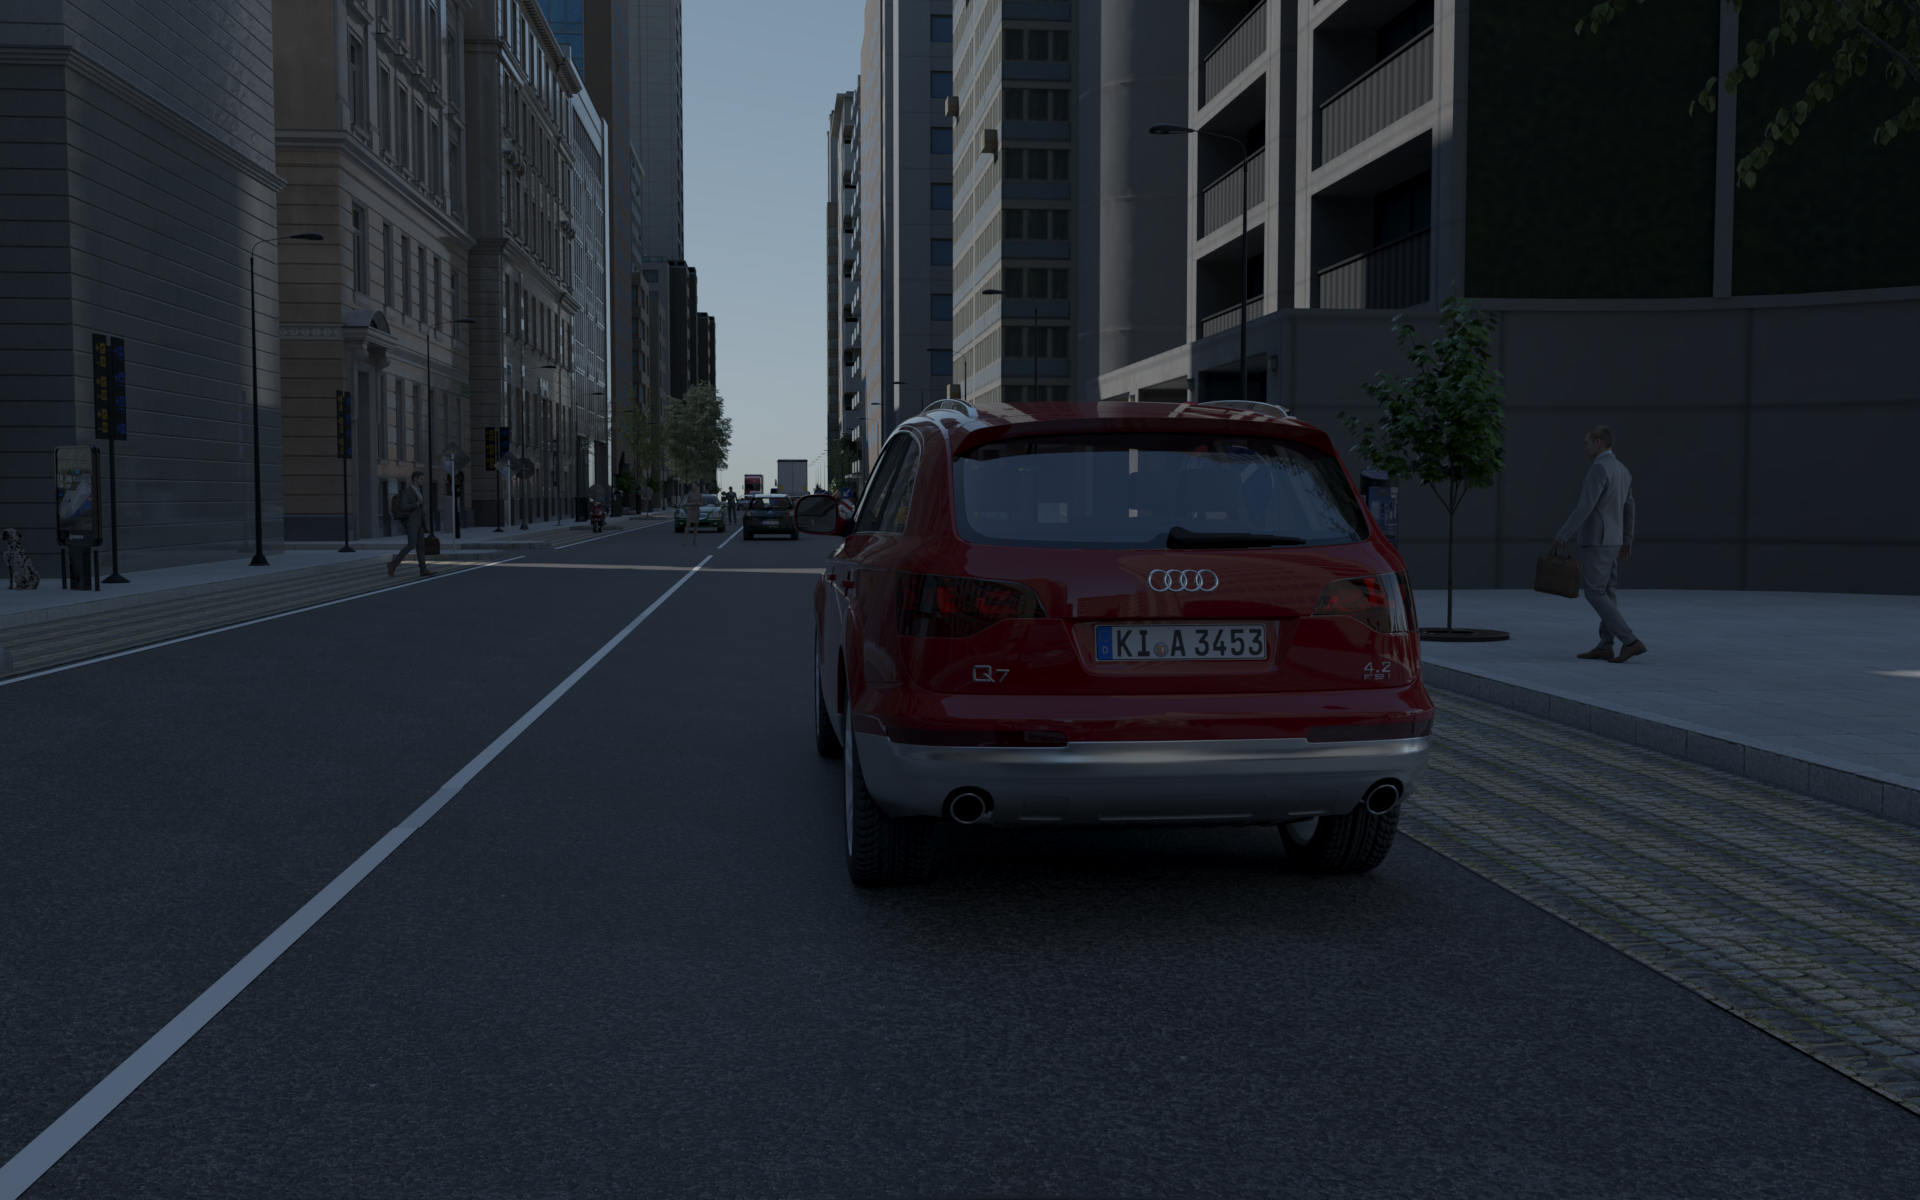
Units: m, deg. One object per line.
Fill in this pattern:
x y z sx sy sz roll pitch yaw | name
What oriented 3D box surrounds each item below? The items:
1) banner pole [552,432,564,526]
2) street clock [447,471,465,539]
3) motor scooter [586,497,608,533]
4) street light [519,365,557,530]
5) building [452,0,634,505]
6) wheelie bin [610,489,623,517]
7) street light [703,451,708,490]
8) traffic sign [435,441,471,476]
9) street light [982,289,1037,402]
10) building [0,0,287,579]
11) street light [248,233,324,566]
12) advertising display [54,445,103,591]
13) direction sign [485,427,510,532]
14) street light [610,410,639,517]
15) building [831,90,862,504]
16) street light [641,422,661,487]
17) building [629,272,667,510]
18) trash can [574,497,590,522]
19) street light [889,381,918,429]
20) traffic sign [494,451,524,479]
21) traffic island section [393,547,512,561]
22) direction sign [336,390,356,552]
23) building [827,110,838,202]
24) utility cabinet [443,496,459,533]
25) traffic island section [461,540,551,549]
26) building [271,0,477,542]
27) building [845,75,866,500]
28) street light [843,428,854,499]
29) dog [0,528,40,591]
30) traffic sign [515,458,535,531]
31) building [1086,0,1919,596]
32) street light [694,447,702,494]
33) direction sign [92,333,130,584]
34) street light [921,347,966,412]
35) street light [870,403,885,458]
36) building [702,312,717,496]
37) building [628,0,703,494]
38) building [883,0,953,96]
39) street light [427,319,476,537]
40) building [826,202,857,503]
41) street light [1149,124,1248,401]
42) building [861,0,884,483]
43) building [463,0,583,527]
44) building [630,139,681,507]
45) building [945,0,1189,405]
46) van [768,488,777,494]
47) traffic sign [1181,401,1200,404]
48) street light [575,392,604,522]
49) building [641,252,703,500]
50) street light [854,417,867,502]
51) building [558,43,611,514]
-16.314 -4.893 70.010 0.401 3.779 0.863 0 4 7 | banner pole
-14.525 -2.774 49.925 0.471 2.002 0.358 -2 4 -25 | street clock
-13.466 -3.157 64.391 0.815 1.314 1.986 0 4 -5 | motor scooter
-15.215 -5.500 62.473 1.470 5.913 1.316 0 4 -6 | street light
-31.617 -29.125 126.311 14.600 45.320 14.200 0 4 -6 | building
-19.269 -5.466 97.275 0.693 1.594 0.980 -1 4 -13 | wheelie bin
-28.296 -13.198 188.326 1.470 5.913 1.316 0 4 -6 | street light
-11.225 -2.210 38.329 0.795 2.593 0.064 0 4 -6 | traffic sign
1.192 -4.094 39.476 1.470 5.913 1.316 0 4 -6 | street light
-28.585 -15.407 29.405 29.804 29.767 11.434 0 4 -6 | building
-12.017 -3.570 30.908 1.470 5.913 1.316 0 4 -6 | street light
-11.730 -1.091 23.054 0.974 1.923 0.123 3 4 36 | advertising display
-15.576 -4.060 58.379 0.876 3.537 0.379 1 4 13 | direction sign
-18.690 -7.532 95.694 1.470 5.913 1.316 0 4 -6 | street light
-1.890 -38.861 224.609 28.713 52.752 27.495 0 4 -6 | building
-20.360 -8.544 112.228 1.470 5.913 1.316 0 4 -6 | street light
-40.077 -18.531 148.024 27.650 21.520 28.899 0 4 -6 | building
-17.564 -4.209 80.468 0.748 1.137 0.748 0 3 0 | trash can
-2.094 -6.059 71.598 1.470 5.913 1.316 0 4 -6 | street light
-12.051 -2.696 46.271 0.795 2.593 0.064 0 4 -6 | traffic sign
-11.247 -0.985 38.393 2.009 0.180 2.903 0 4 -6 | traffic island section
-13.524 -2.820 38.096 0.379 3.537 0.876 0 4 -2 | direction sign
-9.774 -44.330 266.799 21.231 58.520 28.212 0 4 -6 | building
-16.871 -2.834 57.492 0.306 1.237 1.020 0 4 -3 | utility cabinet
-12.074 -1.471 46.336 2.009 0.180 2.903 0 4 -6 | traffic island section
-23.742 -16.461 55.039 13.634 28.700 20.117 0 4 -6 | building
0.030 -34.436 182.638 23.786 49.044 30.456 0 4 -6 | building
-7.312 -9.157 122.262 1.470 5.913 1.316 0 4 -6 | street light
-12.633 -0.540 23.211 0.513 0.831 0.800 -1 4 -22 | dog
-15.251 -3.698 60.567 0.768 2.556 0.104 0 4 2 | traffic sign
13.941 -35.969 26.349 20.563 71.187 20.611 0 4 -6 | building
-26.576 -12.187 171.797 1.470 5.913 1.316 0 4 -6 | street light
-12.196 -2.013 24.908 0.379 3.537 0.876 0 4 0 | direction sign
-0.363 -5.048 55.070 1.470 5.913 1.316 0 4 -6 | street light
-3.829 -7.069 88.125 1.470 5.913 1.316 0 4 -6 | street light
-45.277 -30.470 269.880 14.160 30.474 14.107 0 4 -6 | building
-44.440 -48.215 226.562 20.563 71.187 20.611 0 4 -6 | building
5.647 -34.648 108.492 21.231 58.520 28.212 0 4 -6 | building
-13.513 -4.489 45.942 1.470 5.913 1.316 0 4 -6 | street light
-11.845 -34.329 244.874 14.154 41.232 14.086 0 4 -6 | building
3.062 -3.022 21.948 1.470 5.913 1.316 0 4 -6 | street light
-1.892 -31.195 160.146 14.600 45.320 14.200 0 4 -6 | building
-24.626 -17.182 78.189 12.463 27.353 25.104 0 4 -6 | building
-44.837 -29.457 173.499 32.217 40.220 23.993 0 4 -6 | building
12.217 -22.878 65.933 23.993 40.220 32.217 0 4 -6 | building
-18.415 -10.487 175.842 2.240 2.365 5.245 0 4 -6 | van
3.143 -1.455 23.890 0.768 2.556 0.104 0 4 3 | traffic sign
-16.950 -6.521 79.167 1.470 5.913 1.316 0 4 -6 | street light
-39.261 -26.864 210.922 14.160 30.474 14.107 0 4 -6 | building
-5.517 -8.114 105.203 1.470 5.913 1.316 0 4 -6 | street light
-27.394 -17.282 100.577 12.078 24.808 19.932 0 4 -6 | building
